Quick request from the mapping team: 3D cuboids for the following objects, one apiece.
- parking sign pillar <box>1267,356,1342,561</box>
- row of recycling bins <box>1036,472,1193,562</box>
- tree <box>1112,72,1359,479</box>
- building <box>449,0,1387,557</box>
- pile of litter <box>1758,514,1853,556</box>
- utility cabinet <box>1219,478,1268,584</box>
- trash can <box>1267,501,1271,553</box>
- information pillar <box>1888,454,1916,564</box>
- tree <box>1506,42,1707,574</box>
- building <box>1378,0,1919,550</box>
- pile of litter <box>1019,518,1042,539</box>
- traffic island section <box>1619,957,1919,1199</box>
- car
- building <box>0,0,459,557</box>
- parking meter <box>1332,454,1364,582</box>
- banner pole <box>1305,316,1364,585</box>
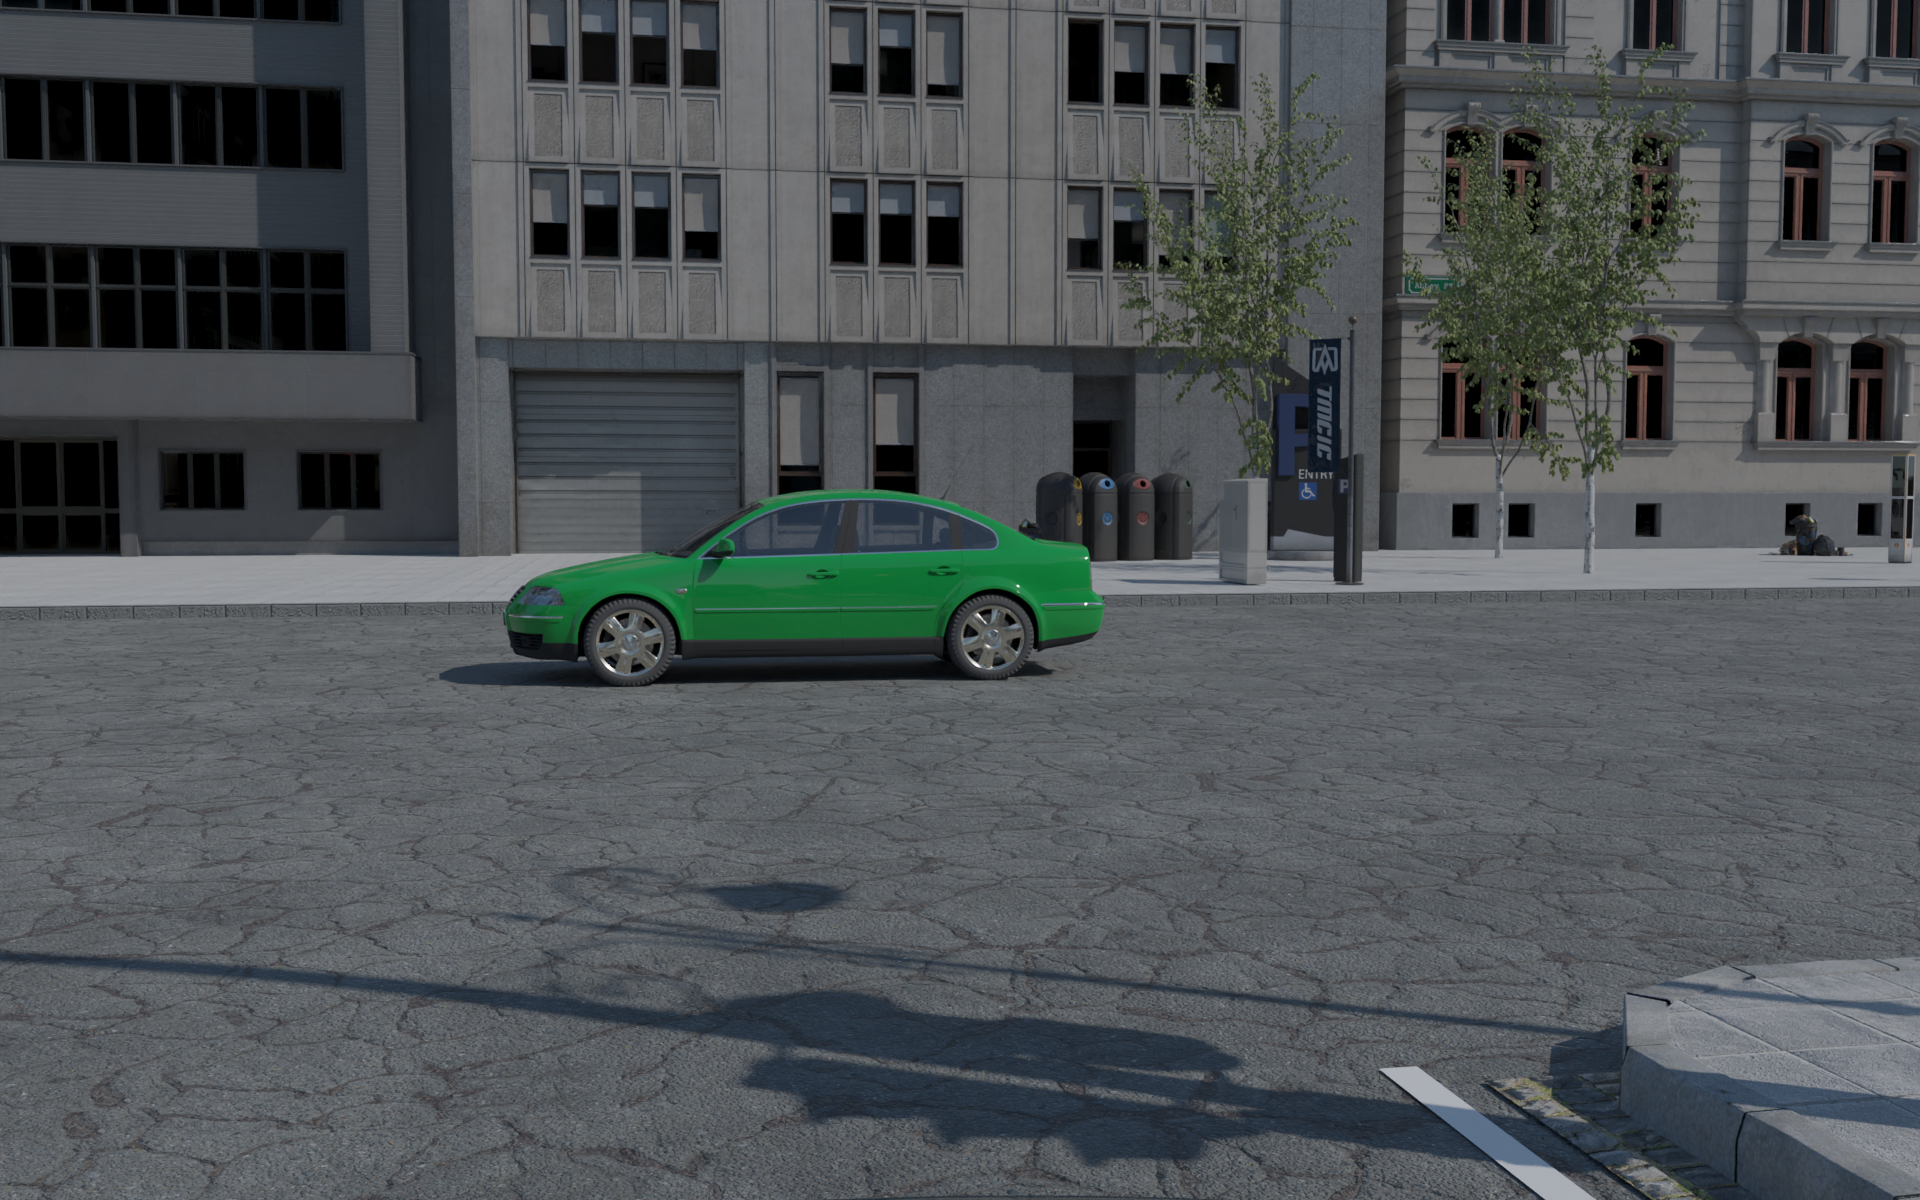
[{"bbox_3d":[6.744,-2.768,33.736,1.447,3.967,1.447,0,4,2],"label":"parking sign pillar"},{"bbox_3d":[2.953,-1.599,33.250,3.534,1.692,1.069,-2,4,-33],"label":"row of recycling bins"},{"bbox_3d":[4.868,-4.845,29.574,4.737,8.622,4.395,0,3,0],"label":"tree"},{"bbox_3d":[-1.477,-13.708,42.143,19.932,24.808,12.078,-1,4,-10],"label":"building"},{"bbox_3d":[17.753,-1.368,36.332,1.176,0.858,1.719,-3,4,-38],"label":"pile of litter"},{"bbox_3d":[4.037,-0.986,24.805,0.318,1.500,1.173,-1,4,-11],"label":"utility cabinet"},{"bbox_3d":[6.133,-1.479,35.836,0.748,1.137,0.748,0,3,0],"label":"trash can"},{"bbox_3d":[17.411,-1.683,32.016,0.304,2.012,0.304,-2,4,-34],"label":"information pillar"},{"bbox_3d":[9.938,-4.731,27.722,4.737,8.622,4.395,0,3,0],"label":"tree"},{"bbox_3d":[19.781,-15.858,46.661,23.554,28.519,14.401,-1,4,-10],"label":"building"},{"bbox_3d":[1.484,-1.027,30.760,1.176,0.858,1.719,1,4,11],"label":"pile of litter"},{"bbox_3d":[2.662,1.159,3.336,2.009,0.180,2.903,-1,4,-10],"label":"traffic island section"},{"bbox_3d":[-1.230,-0.310,13.867,4.718,1.807,1.959,-1,4,-10],"label":"car"},{"bbox_3d":[-26.260,-13.436,38.741,30.058,24.678,14.314,-1,4,-10],"label":"building"},{"bbox_3d":[5.676,-1.202,25.368,0.399,1.863,0.255,3,4,39],"label":"parking meter"},{"bbox_3d":[5.306,-2.109,24.504,0.863,3.779,0.401,2,4,29],"label":"banner pole"}]
